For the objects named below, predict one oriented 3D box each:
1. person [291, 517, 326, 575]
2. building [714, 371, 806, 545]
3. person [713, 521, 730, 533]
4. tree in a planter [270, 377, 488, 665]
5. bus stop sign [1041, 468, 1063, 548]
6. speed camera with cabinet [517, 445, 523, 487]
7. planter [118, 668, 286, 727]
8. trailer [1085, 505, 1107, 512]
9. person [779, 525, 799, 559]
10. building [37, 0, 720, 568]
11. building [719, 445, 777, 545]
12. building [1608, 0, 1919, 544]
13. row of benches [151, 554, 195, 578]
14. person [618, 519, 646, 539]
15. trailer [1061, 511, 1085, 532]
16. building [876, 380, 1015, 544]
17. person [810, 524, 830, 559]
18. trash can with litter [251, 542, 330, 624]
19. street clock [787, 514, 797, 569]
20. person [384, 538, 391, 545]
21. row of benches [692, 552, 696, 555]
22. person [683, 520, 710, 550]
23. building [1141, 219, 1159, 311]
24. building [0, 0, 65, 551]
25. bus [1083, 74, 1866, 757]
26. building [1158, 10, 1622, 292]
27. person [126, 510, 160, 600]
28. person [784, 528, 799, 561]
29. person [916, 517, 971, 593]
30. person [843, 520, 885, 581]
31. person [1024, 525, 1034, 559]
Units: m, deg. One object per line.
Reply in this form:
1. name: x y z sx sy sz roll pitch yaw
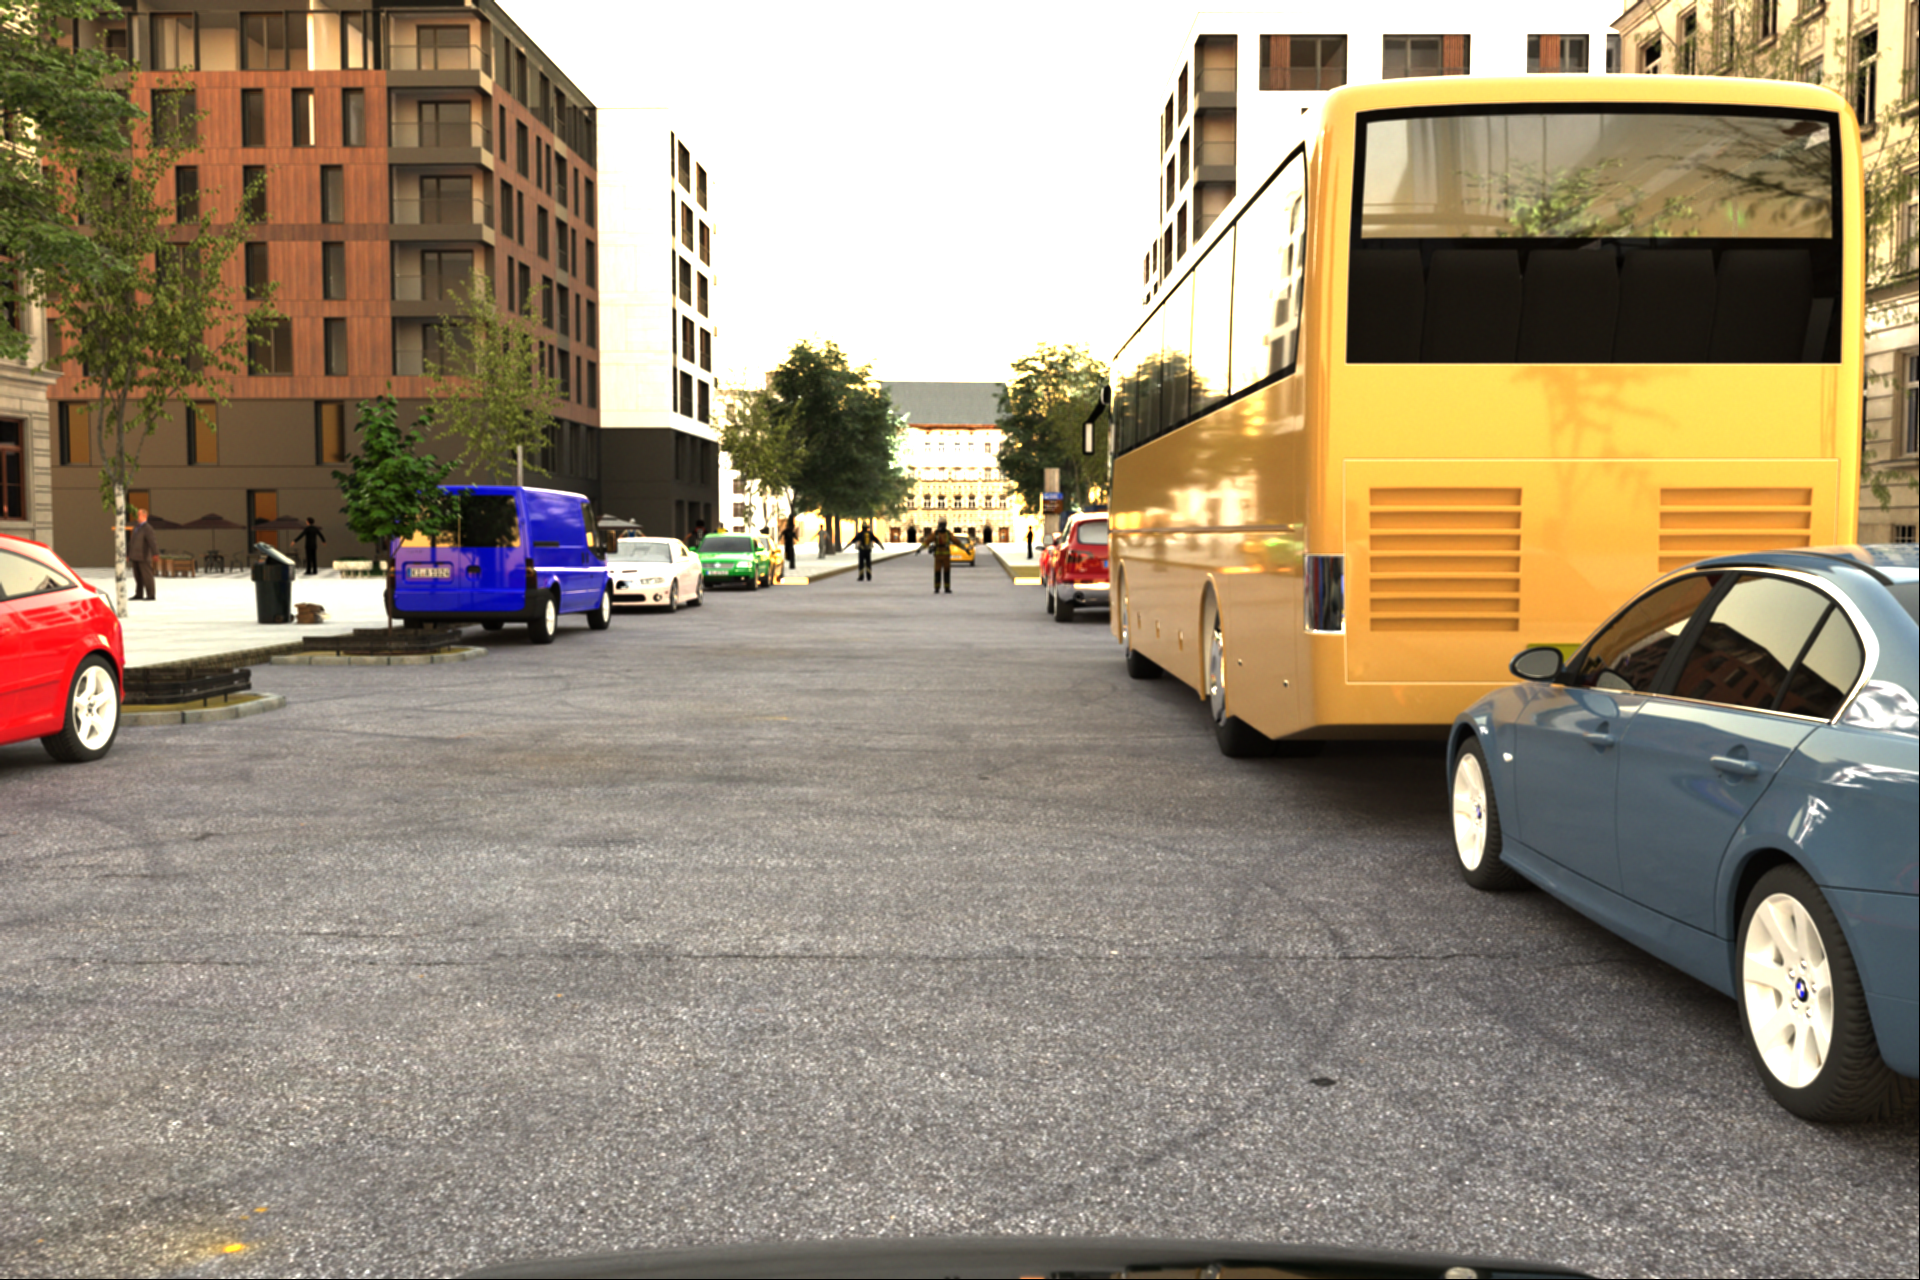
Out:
1. person: -20.518 -2.966 54.687 0.705 1.806 1.347 2 4 27
2. building: -24.396 -21.142 202.084 16.016 20.090 11.380 0 4 2
3. person: -10.132 -4.145 73.747 1.349 1.833 0.705 0 4 -5
4. tree in a planter: -6.565 -1.384 19.857 1.991 3.239 1.994 0 4 1
5. bus stop sign: 3.674 -4.909 69.273 0.837 3.901 0.837 0 4 -1
6. speed camera with cabinet: -10.013 -2.757 39.421 0.660 3.252 2.038 0 4 0
7. planter: -6.588 0.444 13.880 1.991 0.319 1.994 0 4 1
8. trailer: 3.082 -1.744 35.562 1.471 1.999 3.904 0 4 0
9. person: -8.706 -4.990 87.730 0.704 1.812 1.346 3 5 44
10. building: -27.912 -14.521 81.391 27.936 21.610 32.646 0 4 2
11. building: -23.172 -14.371 177.112 9.099 9.664 28.070 0 3 0
12. building: 28.118 -12.802 41.334 16.112 23.069 30.059 0 4 1
13. row of benches: -23.977 -2.265 52.503 1.422 0.672 4.104 -2 4 -35
14. person: -12.087 -3.557 64.014 1.347 1.847 0.705 0 4 7
15. trailer: 3.072 -2.258 43.960 1.471 1.999 3.904 0 4 1
16. building: -2.384 -25.277 246.662 18.063 23.208 19.493 0 4 -6
17. person: -7.188 -5.104 89.643 1.347 1.806 0.705 3 4 38
18. trash can with litter: -9.621 -0.828 24.919 1.055 1.170 0.624 0 4 0
19. street clock: -6.178 -3.617 63.705 0.358 2.002 0.471 0 4 1
20. person: -20.357 -3.430 62.209 0.705 1.813 1.348 1 4 11
21. row of benches: -8.534 -2.808 61.374 4.104 0.672 1.422 -3 5 -41
22. person: -9.915 -3.669 66.126 1.345 1.843 0.704 -1 4 -10
23. building: 26.942 -17.284 126.566 27.936 21.610 32.646 0 4 1
24. building: -28.096 -12.063 33.392 11.583 22.565 21.152 0 4 1
25. bus: 2.859 -1.370 13.940 2.896 3.916 12.252 0 3 0
26. building: 23.300 -14.698 84.286 27.936 21.610 32.646 0 4 0
27. person: -15.857 -1.648 33.538 0.990 1.755 0.434 2 4 34
28. person: -8.150 -4.711 83.249 0.704 1.802 1.346 -2 4 -34
29. person: -0.424 -2.074 42.139 1.354 1.858 0.705 -1 4 -10
30. person: -2.937 -2.756 53.290 1.354 1.856 0.705 -1 4 -22
31. person: 3.514 -5.027 88.904 0.721 1.740 1.216 1 4 23
